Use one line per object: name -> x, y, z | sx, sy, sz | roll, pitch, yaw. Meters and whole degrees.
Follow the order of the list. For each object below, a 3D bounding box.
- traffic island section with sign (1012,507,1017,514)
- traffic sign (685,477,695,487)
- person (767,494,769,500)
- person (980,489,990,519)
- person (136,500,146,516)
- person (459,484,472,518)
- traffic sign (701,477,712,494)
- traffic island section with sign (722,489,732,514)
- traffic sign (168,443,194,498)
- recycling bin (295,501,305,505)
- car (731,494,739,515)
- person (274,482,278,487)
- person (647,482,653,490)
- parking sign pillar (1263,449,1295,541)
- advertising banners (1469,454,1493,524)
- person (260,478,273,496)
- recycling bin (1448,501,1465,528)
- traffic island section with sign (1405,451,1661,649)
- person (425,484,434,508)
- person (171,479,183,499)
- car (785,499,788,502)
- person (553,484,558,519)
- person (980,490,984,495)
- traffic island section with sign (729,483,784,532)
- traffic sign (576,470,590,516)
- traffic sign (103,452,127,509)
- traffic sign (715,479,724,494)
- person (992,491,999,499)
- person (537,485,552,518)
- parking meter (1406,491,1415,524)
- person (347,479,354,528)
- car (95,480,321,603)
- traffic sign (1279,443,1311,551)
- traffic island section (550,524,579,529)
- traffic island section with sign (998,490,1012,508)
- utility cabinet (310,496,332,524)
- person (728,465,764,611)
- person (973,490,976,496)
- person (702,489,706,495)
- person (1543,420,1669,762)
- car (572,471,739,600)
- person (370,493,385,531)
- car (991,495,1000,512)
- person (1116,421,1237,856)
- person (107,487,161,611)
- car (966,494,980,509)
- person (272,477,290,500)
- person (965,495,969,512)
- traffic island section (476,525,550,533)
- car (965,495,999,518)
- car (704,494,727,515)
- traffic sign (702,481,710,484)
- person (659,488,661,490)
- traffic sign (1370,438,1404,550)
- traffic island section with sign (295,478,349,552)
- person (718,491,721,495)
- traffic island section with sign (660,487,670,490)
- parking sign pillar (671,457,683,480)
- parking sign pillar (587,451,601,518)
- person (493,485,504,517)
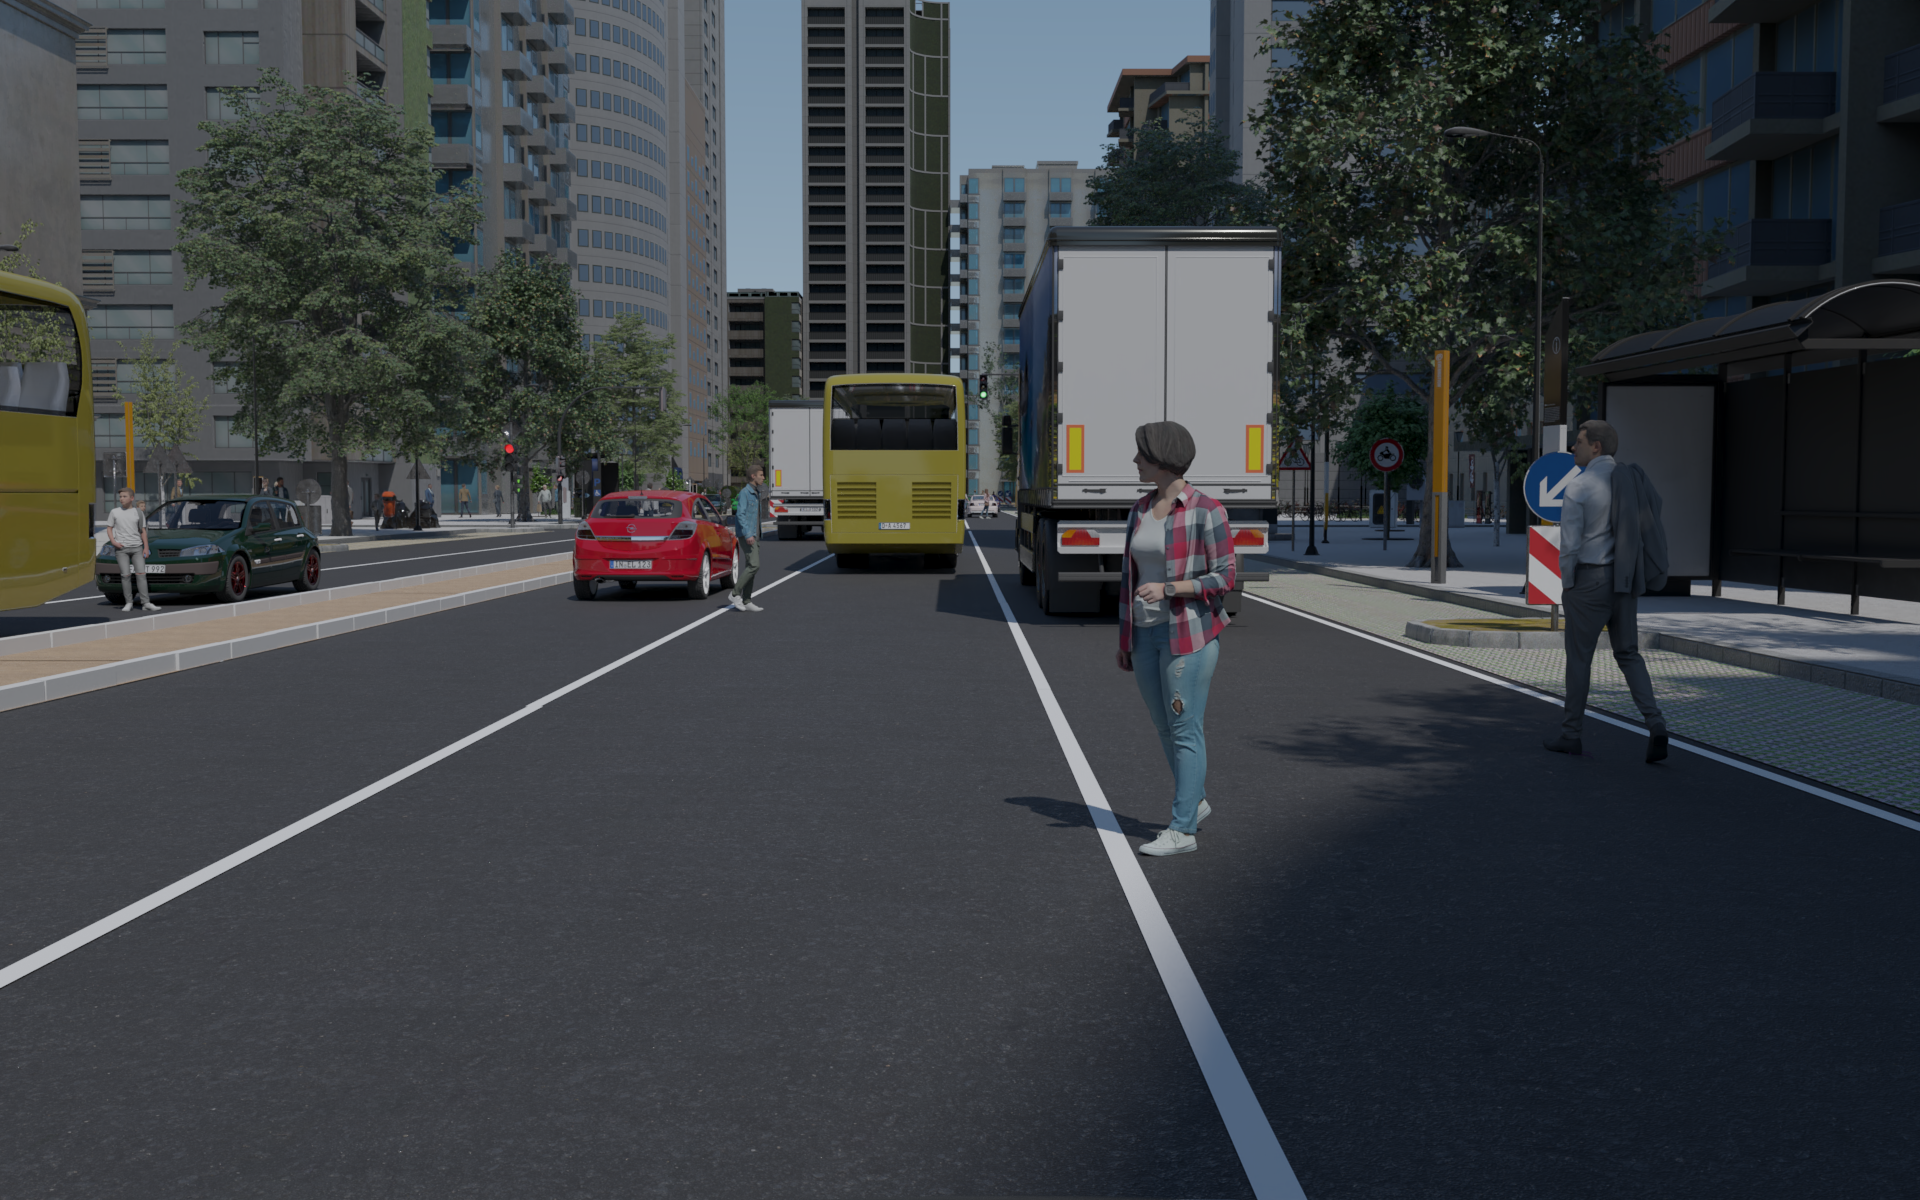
traffic island section with sign -> 4.974, -7.120, 125.041 | 1.989, 1.847, 2.006 | 0, 4, 0
traffic sign -> -19.925, -7.832, 127.783 | 0.795, 2.593, 0.064 | 1, 4, 9
person -> -21.479, -11.388, 193.028 | 0.721, 1.735, 1.217 | -1, 4, -23
person -> 1.472, -5.630, 101.134 | 0.643, 1.750, 0.593 | 1, 4, 12
person -> -16.490, -1.352, 34.882 | 0.640, 1.303, 0.475 | -2, 4, -32
person -> -26.838, -5.384, 93.974 | 0.836, 1.842, 0.656 | 2, 4, 26
traffic sign -> -19.448, -8.124, 132.837 | 0.884, 2.594, 0.081 | 0, 4, 4
traffic island section with sign -> -16.845, -7.125, 125.118 | 1.989, 1.847, 2.006 | 0, 4, 0
traffic sign -> -19.946, -2.695, 44.066 | 0.884, 2.594, 0.081 | 0, 3, 0
recycling bin -> -25.170, -3.221, 65.225 | 0.722, 1.027, 0.722 | 3, 4, 36
car -> -14.524, -6.671, 117.866 | 1.959, 1.807, 4.718 | 0, 4, -2
person -> -28.601, -4.070, 72.770 | 0.537, 1.800, 0.526 | -2, 4, -30
person -> -11.141, -3.258, 61.607 | 0.661, 1.843, 0.795 | 3, 5, 40
parking sign pillar -> 8.604, -3.649, 48.135 | 1.447, 3.967, 1.447 | 0, 4, 7
advertising banners -> 22.454, -4.807, 74.780 | 0.090, 3.025, 2.074 | -1, 4, -11
person -> -20.866, -2.793, 52.129 | 0.576, 1.772, 0.534 | 0, 4, 6
recycling bin -> 18.803, -3.276, 66.125 | 0.722, 1.027, 0.722 | 0, 4, -5
traffic island section with sign -> 5.448, -0.503, 16.846 | 1.989, 1.847, 2.006 | 0, 4, 0
person -> -26.802, -4.972, 87.520 | 0.419, 1.800, 0.721 | 0, 4, 4
person -> -29.065, -3.568, 64.285 | 0.836, 1.842, 0.656 | -2, 4, -23
car -> -13.970, -8.355, 146.384 | 2.009, 1.686, 4.222 | 0, 4, 1
person -> -20.807, -5.093, 89.660 | 0.444, 1.785, 0.601 | -1, 4, -10
person -> 2.295, -10.185, 175.027 | 1.348, 1.823, 0.705 | 2, 4, 29
traffic island section with sign -> -7.639, -3.520, 65.684 | 2.006, 1.907, 1.989 | 0, 4, 0
traffic sign -> -20.234, -5.674, 92.878 | 0.768, 2.556, 0.104 | 0, 4, 7
traffic sign -> -20.609, -2.454, 42.256 | 0.606, 2.300, 0.079 | 0, 4, 8
traffic sign -> -19.910, -8.749, 143.150 | 0.768, 2.556, 0.104 | 0, 4, 2
person -> 3.813, -11.261, 193.299 | 1.217, 1.739, 0.721 | -3, 4, -36
person -> -21.990, -5.201, 91.562 | 0.782, 1.767, 0.515 | -1, 4, -17
parking meter -> 19.040, -4.128, 73.196 | 0.255, 1.863, 0.399 | 2, 4, 34
person -> -22.728, -3.562, 64.239 | 0.622, 1.834, 0.822 | 2, 4, 26
car -> -10.352, -0.873, 24.059 | 2.009, 1.686, 4.222 | 0, 4, 0
traffic sign -> 7.480, -2.375, 38.839 | 0.884, 2.594, 0.081 | 0, 4, 2
traffic island section -> -16.949, -3.126, 73.394 | 2.009, 0.180, 2.903 | 0, 4, 0
traffic island section with sign -> 4.752, -10.190, 175.241 | 1.989, 1.847, 2.006 | 0, 4, 0
utility cabinet -> -27.274, -3.842, 73.971 | 0.306, 1.237, 1.020 | 2, 4, 26
person -> -2.595, -0.751, 21.123 | 0.444, 1.785, 0.601 | 1, 4, 16
person -> 1.349, -8.902, 154.132 | 0.705, 1.814, 1.350 | 0, 4, 2
person -> -19.823, -7.786, 134.354 | 0.522, 1.701, 0.512 | 3, 5, 45
person -> 3.530, -0.048, 9.378 | 0.679, 1.850, 0.850 | -1, 4, -21
car -> -4.304, -0.976, 25.000 | 2.155, 1.783, 4.494 | 0, 4, 1
person -> -20.264, -3.056, 60.281 | 0.475, 1.303, 0.640 | -2, 4, -33
car -> 2.284, -7.698, 138.442 | 1.945, 1.354, 3.894 | 0, 4, -2
person -> 0.887, 0.144, 6.989 | 0.643, 1.720, 0.563 | -2, 4, -35
person -> -10.137, -0.620, 21.233 | 0.523, 1.515, 0.503 | 2, 4, 27
car -> 1.358, -9.757, 171.327 | 2.131, 1.459, 4.920 | 0, 4, 1
person -> -21.529, -2.995, 54.989 | 0.794, 1.824, 0.713 | -1, 4, -23
person -> 0.393, -7.911, 138.508 | 0.731, 1.740, 0.598 | 1, 4, 12
traffic island section -> -16.913, -2.638, 65.409 | 2.009, 0.180, 2.903 | 0, 4, 0
car -> 1.375, -5.769, 106.685 | 2.083, 1.381, 4.827 | 0, 4, 0
car -> -17.002, -6.653, 118.565 | 2.009, 1.686, 4.222 | 0, 4, 0
traffic sign -> -21.680, -9.044, 147.974 | 0.768, 2.556, 0.104 | 0, 4, 1
person -> -22.719, -7.655, 131.627 | 0.534, 1.772, 0.576 | -1, 4, -21
traffic sign -> 9.695, -2.405, 39.433 | 0.768, 2.556, 0.104 | 0, 4, 5
traffic island section with sign -> -16.481, -2.126, 43.385 | 1.989, 1.847, 2.006 | 0, 4, 0
person -> -25.941, -11.056, 187.532 | 1.217, 1.743, 0.721 | 2, 4, 28
traffic island section with sign -> -16.734, -5.476, 98.163 | 1.989, 1.847, 2.006 | 0, 4, 0
parking sign pillar -> -20.679, -8.456, 126.726 | 1.447, 3.967, 1.447 | 1, 4, 11
parking sign pillar -> -19.915, -6.514, 94.969 | 1.447, 3.967, 1.447 | -1, 4, -14
person -> -25.524, -5.467, 95.843 | 0.534, 1.772, 0.576 | 1, 4, 12
